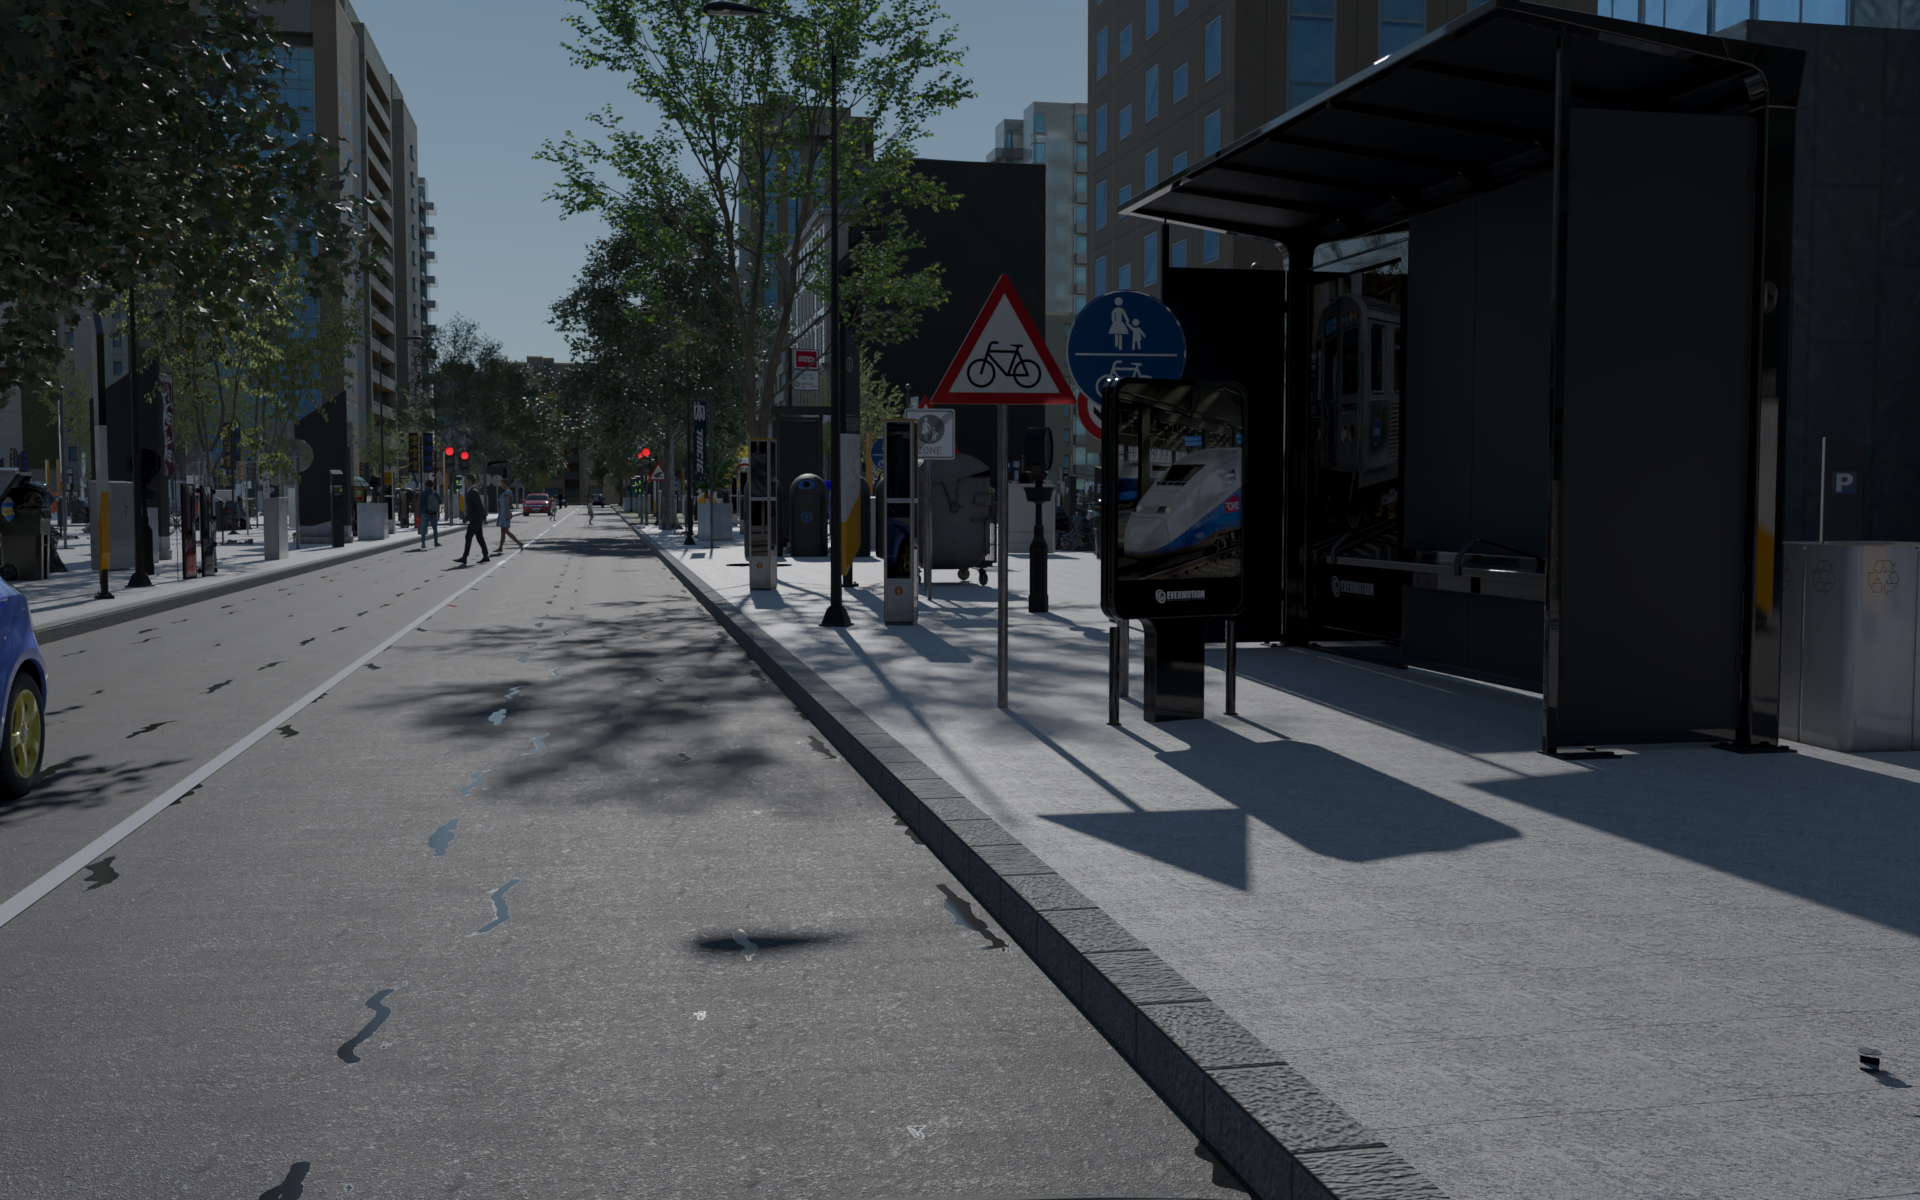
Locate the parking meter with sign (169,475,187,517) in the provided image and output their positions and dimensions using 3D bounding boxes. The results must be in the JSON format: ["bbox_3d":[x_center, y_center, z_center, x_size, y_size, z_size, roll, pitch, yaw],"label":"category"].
[{"bbox_3d":[-44.499,-6.283,98.980,1.738,3.016,0.543,1,4,21],"label":"parking meter with sign"}]

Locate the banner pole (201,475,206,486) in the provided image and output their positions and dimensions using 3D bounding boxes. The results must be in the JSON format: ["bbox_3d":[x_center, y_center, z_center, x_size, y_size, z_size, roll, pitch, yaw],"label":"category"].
[{"bbox_3d":[-45.631,-7.010,104.633,0.863,3.779,0.401,0,4,-3],"label":"banner pole"}]

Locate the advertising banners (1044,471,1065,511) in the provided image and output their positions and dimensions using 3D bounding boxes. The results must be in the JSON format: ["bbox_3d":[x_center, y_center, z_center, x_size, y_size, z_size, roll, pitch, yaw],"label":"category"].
[{"bbox_3d":[3.454,-4.150,64.048,0.090,3.025,2.074,2,4,34],"label":"advertising banners"}]

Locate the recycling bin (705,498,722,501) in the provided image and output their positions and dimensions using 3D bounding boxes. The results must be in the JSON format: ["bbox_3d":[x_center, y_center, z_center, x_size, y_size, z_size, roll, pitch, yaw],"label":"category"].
[{"bbox_3d":[-14.181,-5.338,99.836,0.722,1.027,0.722,3,5,42],"label":"recycling bin"}]

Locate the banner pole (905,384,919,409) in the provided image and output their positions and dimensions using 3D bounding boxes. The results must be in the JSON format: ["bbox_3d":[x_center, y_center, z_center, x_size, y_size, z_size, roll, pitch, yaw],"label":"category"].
[{"bbox_3d":[-1.091,-3.018,39.365,0.401,3.779,0.863,-2,4,-23],"label":"banner pole"}]

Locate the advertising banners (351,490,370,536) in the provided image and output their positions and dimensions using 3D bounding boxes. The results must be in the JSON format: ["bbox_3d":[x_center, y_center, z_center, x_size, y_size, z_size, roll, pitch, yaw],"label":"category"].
[{"bbox_3d":[-18.891,-3.431,52.291,2.074,3.025,0.090,-2,4,-32],"label":"advertising banners"}]

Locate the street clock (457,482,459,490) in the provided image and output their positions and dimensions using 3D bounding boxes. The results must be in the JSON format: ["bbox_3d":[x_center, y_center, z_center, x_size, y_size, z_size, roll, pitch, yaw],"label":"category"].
[{"bbox_3d":[-30.142,-6.088,104.107,0.358,2.002,0.471,-2,4,-31],"label":"street clock"}]

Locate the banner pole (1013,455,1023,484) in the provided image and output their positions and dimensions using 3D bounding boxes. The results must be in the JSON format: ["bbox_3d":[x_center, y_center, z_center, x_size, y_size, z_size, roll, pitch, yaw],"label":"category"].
[{"bbox_3d":[3.786,-7.418,111.298,0.863,3.779,0.401,1,4,11],"label":"banner pole"}]

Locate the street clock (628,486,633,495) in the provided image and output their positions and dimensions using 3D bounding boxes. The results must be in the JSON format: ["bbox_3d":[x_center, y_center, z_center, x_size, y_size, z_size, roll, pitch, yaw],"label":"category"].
[{"bbox_3d":[-27.692,-8.629,145.650,0.471,2.002,0.358,3,5,45],"label":"street clock"}]

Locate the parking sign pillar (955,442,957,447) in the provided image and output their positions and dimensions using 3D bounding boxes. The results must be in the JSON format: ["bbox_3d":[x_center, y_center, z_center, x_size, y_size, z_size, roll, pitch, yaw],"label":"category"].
[{"bbox_3d":[-0.379,-6.200,89.839,1.447,3.967,1.447,-2,4,-26],"label":"parking sign pillar"}]

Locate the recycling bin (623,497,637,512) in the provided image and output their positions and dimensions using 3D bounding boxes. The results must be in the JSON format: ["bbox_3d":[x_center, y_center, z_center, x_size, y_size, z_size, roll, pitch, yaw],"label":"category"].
[{"bbox_3d":[-24.008,-6.907,125.481,0.722,1.027,0.722,-1,4,-18],"label":"recycling bin"}]

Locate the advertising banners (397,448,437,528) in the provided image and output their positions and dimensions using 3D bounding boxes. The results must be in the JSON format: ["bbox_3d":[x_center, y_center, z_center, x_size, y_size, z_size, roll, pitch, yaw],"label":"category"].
[{"bbox_3d":[-20.351,-4.209,65.006,2.074,3.025,0.090,2,4,29],"label":"advertising banners"}]

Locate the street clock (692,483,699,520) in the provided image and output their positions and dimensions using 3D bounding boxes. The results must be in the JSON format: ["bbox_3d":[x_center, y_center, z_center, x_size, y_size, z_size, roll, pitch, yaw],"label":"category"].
[{"bbox_3d":[-12.866,-4.887,84.471,0.358,2.002,0.471,1,4,20],"label":"street clock"}]

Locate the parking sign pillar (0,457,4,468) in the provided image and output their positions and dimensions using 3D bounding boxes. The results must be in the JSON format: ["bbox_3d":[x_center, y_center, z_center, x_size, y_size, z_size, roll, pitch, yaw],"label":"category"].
[{"bbox_3d":[-70.297,-8.417,126.089,1.447,3.967,1.447,-2,4,-29],"label":"parking sign pillar"}]

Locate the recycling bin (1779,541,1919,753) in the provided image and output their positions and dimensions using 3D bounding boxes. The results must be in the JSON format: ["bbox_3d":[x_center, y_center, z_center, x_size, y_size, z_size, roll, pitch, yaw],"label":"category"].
[{"bbox_3d":[4.684,0.220,8.960,0.722,1.027,0.722,-1,4,-9],"label":"recycling bin"}]

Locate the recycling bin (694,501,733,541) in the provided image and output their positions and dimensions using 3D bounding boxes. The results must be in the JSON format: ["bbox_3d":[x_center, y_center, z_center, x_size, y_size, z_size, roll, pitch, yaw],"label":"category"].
[{"bbox_3d":[-6.755,-2.155,47.793,0.722,1.027,0.722,-3,5,-42],"label":"recycling bin"}]

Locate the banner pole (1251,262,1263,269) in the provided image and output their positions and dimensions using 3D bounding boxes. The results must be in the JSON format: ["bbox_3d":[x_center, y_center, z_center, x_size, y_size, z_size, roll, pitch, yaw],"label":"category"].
[{"bbox_3d":[2.985,-1.758,18.768,0.863,3.779,0.401,-1,4,-14],"label":"banner pole"}]

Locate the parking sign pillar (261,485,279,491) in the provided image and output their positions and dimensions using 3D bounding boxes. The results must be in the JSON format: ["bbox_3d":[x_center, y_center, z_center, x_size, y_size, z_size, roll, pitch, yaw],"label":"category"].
[{"bbox_3d":[-41.342,-7.160,105.539,1.447,3.967,1.447,1,4,10],"label":"parking sign pillar"}]

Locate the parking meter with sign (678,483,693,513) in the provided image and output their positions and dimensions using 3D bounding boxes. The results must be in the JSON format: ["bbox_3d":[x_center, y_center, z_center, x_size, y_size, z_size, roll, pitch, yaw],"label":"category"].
[{"bbox_3d":[-18.136,-7.302,115.651,1.738,3.016,0.543,0,4,-8],"label":"parking meter with sign"}]

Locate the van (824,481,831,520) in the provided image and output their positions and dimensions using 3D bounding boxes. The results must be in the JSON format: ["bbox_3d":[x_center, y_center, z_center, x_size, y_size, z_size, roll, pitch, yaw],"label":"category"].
[{"bbox_3d":[-6.277,-4.426,76.753,5.245,2.365,2.240,-1,4,-13],"label":"van"}]

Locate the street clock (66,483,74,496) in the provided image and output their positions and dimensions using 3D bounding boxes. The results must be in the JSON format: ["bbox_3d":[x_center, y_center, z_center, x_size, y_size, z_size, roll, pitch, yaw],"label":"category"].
[{"bbox_3d":[-57.291,-6.542,111.529,0.471,2.002,0.358,2,4,26],"label":"street clock"}]

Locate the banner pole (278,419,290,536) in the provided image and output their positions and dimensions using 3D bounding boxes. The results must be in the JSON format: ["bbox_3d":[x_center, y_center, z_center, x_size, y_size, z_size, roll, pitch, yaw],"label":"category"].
[{"bbox_3d":[-20.650,-3.824,52.534,0.401,3.779,0.863,-3,5,-39],"label":"banner pole"}]

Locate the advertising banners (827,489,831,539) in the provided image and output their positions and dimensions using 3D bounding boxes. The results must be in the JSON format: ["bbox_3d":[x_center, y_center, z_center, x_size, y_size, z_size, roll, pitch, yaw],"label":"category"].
[{"bbox_3d":[-3.907,-3.307,50.262,0.090,3.025,2.074,-1,4,-18],"label":"advertising banners"}]

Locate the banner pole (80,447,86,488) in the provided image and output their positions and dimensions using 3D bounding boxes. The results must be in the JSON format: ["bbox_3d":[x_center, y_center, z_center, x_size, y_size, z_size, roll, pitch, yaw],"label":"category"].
[{"bbox_3d":[-45.379,-6.091,89.613,0.863,3.779,0.401,3,5,41],"label":"banner pole"}]

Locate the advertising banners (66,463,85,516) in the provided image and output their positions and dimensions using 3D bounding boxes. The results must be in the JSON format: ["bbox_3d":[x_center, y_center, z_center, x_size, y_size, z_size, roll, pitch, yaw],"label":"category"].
[{"bbox_3d":[-50.463,-6.275,98.791,2.074,3.025,0.090,2,4,29],"label":"advertising banners"}]

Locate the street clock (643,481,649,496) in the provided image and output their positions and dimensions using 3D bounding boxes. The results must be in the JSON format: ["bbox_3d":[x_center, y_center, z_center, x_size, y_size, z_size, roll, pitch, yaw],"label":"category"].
[{"bbox_3d":[-17.241,-5.544,95.212,0.358,2.002,0.471,0,4,-2],"label":"street clock"}]

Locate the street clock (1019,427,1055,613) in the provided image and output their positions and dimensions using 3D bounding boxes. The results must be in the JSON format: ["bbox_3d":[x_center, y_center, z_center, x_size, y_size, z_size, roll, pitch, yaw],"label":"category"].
[{"bbox_3d":[0.854,-0.869,18.778,0.358,2.002,0.471,1,4,15],"label":"street clock"}]

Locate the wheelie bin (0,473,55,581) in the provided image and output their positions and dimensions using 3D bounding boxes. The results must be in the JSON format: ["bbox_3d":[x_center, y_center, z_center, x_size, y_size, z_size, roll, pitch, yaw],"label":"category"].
[{"bbox_3d":[-13.937,-1.097,25.848,0.693,1.594,0.980,-1,4,-13],"label":"wheelie bin"}]

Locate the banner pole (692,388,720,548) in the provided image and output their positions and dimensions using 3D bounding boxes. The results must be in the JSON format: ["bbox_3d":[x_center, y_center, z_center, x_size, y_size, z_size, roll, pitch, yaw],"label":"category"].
[{"bbox_3d":[-6.011,-3.104,40.771,0.401,3.779,0.863,2,4,34],"label":"banner pole"}]

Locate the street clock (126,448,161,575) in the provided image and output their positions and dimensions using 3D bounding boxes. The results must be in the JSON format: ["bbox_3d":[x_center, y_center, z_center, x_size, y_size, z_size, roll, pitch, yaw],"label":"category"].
[{"bbox_3d":[-12.881,-1.394,27.370,0.471,2.002,0.358,-3,5,-41],"label":"street clock"}]

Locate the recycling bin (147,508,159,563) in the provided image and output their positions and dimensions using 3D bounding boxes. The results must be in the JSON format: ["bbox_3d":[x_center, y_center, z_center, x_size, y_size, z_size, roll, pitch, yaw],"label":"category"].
[{"bbox_3d":[-15.248,-1.181,31.861,0.722,1.027,0.722,0,4,-3],"label":"recycling bin"}]

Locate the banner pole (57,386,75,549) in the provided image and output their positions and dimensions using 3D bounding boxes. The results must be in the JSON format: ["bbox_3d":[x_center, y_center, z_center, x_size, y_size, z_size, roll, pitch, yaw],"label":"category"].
[{"bbox_3d":[-20.942,-3.081,40.392,0.401,3.779,0.863,-2,4,-32],"label":"banner pole"}]

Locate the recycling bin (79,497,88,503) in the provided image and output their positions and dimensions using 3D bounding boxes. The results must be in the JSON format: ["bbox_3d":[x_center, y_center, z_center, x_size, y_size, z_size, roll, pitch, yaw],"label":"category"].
[{"bbox_3d":[-72.546,-7.978,142.991,0.722,1.027,0.722,1,4,16],"label":"recycling bin"}]

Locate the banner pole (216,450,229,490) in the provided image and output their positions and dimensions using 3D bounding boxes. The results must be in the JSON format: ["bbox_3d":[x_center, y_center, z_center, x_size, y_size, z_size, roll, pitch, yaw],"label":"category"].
[{"bbox_3d":[-42.319,-6.682,99.262,0.863,3.779,0.401,0,4,2],"label":"banner pole"}]

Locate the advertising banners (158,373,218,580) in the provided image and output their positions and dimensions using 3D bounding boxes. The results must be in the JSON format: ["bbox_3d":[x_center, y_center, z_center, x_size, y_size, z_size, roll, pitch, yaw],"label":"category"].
[{"bbox_3d":[-11.668,-1.834,26.180,0.090,3.025,2.074,0,4,-4],"label":"advertising banners"}]

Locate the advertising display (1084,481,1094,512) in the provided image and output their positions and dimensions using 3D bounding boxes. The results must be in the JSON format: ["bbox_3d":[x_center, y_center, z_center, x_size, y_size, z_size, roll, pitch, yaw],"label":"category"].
[{"bbox_3d":[6.388,-4.834,84.241,0.123,1.923,0.974,-2,4,-34],"label":"advertising display"}]

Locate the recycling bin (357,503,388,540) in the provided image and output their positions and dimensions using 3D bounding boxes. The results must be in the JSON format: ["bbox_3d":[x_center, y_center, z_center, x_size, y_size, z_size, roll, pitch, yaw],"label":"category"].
[{"bbox_3d":[-16.533,-2.215,48.764,0.722,1.027,0.722,-1,4,-9],"label":"recycling bin"}]

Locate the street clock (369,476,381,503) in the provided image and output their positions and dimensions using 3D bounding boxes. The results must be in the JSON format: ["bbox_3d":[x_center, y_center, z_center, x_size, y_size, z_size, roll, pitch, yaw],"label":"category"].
[{"bbox_3d":[-23.140,-3.918,68.631,0.471,2.002,0.358,1,4,22],"label":"street clock"}]

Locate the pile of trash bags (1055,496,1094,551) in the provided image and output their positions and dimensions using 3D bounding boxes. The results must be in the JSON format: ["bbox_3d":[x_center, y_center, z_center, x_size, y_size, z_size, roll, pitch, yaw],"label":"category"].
[{"bbox_3d":[2.599,-1.877,40.438,1.912,1.369,3.447,-2,4,-24],"label":"pile of trash bags"}]

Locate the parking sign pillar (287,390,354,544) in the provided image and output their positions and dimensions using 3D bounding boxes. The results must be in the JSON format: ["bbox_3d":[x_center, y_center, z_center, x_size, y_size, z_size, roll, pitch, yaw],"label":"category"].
[{"bbox_3d":[-16.560,-3.458,45.018,1.447,3.967,1.447,0,4,-7],"label":"parking sign pillar"}]

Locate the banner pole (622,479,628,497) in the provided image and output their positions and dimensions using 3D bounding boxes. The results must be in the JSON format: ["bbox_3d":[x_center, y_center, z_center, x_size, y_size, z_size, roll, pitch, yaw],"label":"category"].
[{"bbox_3d":[-28.994,-9.788,150.052,0.401,3.779,0.863,2,4,31],"label":"banner pole"}]

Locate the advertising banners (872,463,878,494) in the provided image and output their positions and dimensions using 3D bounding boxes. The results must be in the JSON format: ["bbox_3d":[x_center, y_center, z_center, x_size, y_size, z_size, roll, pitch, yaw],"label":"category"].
[{"bbox_3d":[-4.993,-5.559,87.072,2.074,3.025,0.090,-2,4,-23],"label":"advertising banners"}]

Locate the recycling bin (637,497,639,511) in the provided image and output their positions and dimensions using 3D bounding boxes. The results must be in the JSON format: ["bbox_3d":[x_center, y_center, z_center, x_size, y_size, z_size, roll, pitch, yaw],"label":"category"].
[{"bbox_3d":[-24.961,-7.319,132.221,0.722,1.027,0.722,1,4,14],"label":"recycling bin"}]

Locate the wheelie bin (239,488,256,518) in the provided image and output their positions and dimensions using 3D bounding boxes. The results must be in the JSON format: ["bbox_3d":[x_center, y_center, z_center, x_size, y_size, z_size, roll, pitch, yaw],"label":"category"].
[{"bbox_3d":[-38.811,-5.294,94.467,0.980,1.594,0.693,-1,4,-23],"label":"wheelie bin"}]

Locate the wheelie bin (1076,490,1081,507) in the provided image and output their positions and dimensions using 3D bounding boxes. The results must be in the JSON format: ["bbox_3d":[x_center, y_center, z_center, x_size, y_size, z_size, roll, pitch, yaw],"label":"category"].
[{"bbox_3d":[8.357,-7.233,126.171,0.980,1.594,0.693,1,4,19],"label":"wheelie bin"}]

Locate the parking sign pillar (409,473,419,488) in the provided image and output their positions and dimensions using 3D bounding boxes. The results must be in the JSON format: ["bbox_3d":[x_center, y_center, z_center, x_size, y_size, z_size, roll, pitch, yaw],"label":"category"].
[{"bbox_3d":[-41.315,-8.738,131.332,1.447,3.967,1.447,0,4,3],"label":"parking sign pillar"}]

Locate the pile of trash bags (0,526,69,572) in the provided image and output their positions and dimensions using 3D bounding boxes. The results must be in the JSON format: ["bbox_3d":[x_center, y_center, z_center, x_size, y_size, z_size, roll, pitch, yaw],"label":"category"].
[{"bbox_3d":[-15.549,-1.130,28.233,1.912,1.369,3.447,-1,4,-12],"label":"pile of trash bags"}]

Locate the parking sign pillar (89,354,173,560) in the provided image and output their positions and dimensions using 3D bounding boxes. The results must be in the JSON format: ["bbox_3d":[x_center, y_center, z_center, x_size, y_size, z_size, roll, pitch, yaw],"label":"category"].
[{"bbox_3d":[-16.121,-2.761,33.622,1.447,3.967,1.447,0,4,-4],"label":"parking sign pillar"}]

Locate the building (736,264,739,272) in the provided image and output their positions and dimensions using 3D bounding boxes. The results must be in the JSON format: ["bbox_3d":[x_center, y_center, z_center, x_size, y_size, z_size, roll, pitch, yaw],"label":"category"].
[{"bbox_3d":[-23.316,-35.323,269.411,23.993,40.220,32.217,-1,4,-12],"label":"building"}]

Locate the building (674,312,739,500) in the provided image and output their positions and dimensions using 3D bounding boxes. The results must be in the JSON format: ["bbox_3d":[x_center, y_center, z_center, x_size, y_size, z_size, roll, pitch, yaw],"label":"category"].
[{"bbox_3d":[-40.071,-29.666,256.745,14.107,30.474,14.160,-1,4,-12],"label":"building"}]

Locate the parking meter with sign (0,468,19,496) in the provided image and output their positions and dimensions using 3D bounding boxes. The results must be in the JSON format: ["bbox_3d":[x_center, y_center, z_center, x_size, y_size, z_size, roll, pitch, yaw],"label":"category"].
[{"bbox_3d":[-27.555,-3.285,49.973,1.738,3.016,0.543,-1,4,-16],"label":"parking meter with sign"}]

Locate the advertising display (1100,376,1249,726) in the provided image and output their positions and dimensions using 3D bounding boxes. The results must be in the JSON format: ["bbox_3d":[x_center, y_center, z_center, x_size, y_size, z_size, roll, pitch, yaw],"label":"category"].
[{"bbox_3d":[1.218,-0.281,9.802,0.974,1.923,0.123,-2,4,-32],"label":"advertising display"}]

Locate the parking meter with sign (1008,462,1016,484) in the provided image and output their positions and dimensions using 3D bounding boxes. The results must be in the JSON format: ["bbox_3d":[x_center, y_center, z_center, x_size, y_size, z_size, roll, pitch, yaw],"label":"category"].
[{"bbox_3d":[2.774,-5.992,94.229,0.543,3.016,1.738,1,4,21],"label":"parking meter with sign"}]

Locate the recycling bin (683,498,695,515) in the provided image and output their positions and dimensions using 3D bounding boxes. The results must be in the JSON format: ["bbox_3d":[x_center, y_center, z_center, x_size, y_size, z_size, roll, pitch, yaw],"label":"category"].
[{"bbox_3d":[-16.324,-5.657,105.045,0.722,1.027,0.722,-2,4,-33],"label":"recycling bin"}]

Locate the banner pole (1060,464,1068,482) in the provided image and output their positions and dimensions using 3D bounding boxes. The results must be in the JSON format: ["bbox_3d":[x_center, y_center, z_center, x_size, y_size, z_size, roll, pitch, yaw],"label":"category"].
[{"bbox_3d":[8.671,-9.467,144.805,0.863,3.779,0.401,1,4,9],"label":"banner pole"}]

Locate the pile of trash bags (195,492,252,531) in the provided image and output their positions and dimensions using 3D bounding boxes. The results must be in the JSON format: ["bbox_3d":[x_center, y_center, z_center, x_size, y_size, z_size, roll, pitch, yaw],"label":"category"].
[{"bbox_3d":[-26.365,-3.129,60.904,1.912,1.369,3.447,0,4,0],"label":"pile of trash bags"}]

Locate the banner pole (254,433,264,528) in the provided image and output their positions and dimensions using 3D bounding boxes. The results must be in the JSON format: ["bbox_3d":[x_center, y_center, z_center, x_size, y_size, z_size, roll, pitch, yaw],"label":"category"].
[{"bbox_3d":[-26.090,-4.554,64.467,0.863,3.779,0.401,3,5,42],"label":"banner pole"}]

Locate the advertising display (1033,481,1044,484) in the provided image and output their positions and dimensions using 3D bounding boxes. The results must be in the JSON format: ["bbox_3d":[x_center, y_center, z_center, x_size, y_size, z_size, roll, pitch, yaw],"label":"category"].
[{"bbox_3d":[2.582,-3.374,60.380,0.123,1.923,0.974,-2,4,-34],"label":"advertising display"}]
